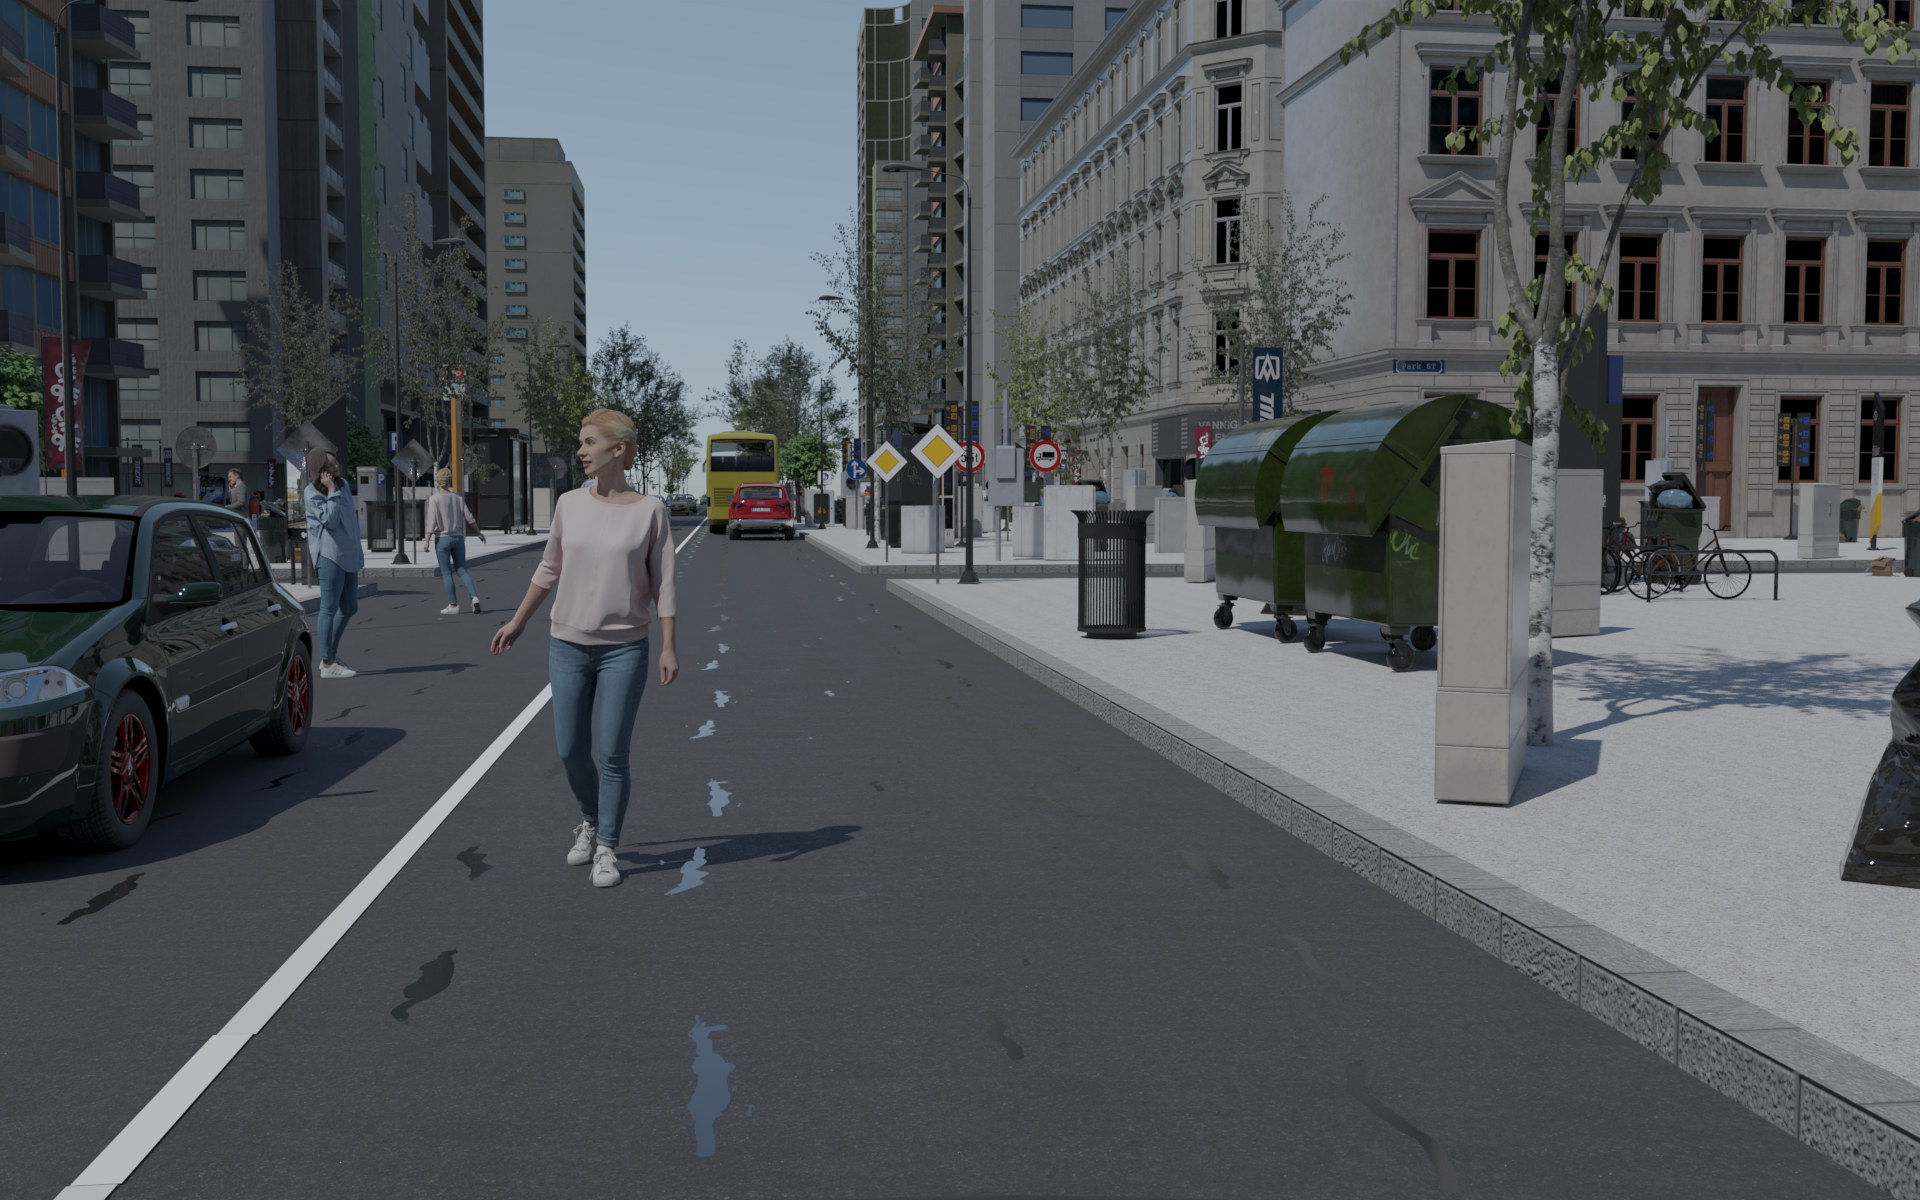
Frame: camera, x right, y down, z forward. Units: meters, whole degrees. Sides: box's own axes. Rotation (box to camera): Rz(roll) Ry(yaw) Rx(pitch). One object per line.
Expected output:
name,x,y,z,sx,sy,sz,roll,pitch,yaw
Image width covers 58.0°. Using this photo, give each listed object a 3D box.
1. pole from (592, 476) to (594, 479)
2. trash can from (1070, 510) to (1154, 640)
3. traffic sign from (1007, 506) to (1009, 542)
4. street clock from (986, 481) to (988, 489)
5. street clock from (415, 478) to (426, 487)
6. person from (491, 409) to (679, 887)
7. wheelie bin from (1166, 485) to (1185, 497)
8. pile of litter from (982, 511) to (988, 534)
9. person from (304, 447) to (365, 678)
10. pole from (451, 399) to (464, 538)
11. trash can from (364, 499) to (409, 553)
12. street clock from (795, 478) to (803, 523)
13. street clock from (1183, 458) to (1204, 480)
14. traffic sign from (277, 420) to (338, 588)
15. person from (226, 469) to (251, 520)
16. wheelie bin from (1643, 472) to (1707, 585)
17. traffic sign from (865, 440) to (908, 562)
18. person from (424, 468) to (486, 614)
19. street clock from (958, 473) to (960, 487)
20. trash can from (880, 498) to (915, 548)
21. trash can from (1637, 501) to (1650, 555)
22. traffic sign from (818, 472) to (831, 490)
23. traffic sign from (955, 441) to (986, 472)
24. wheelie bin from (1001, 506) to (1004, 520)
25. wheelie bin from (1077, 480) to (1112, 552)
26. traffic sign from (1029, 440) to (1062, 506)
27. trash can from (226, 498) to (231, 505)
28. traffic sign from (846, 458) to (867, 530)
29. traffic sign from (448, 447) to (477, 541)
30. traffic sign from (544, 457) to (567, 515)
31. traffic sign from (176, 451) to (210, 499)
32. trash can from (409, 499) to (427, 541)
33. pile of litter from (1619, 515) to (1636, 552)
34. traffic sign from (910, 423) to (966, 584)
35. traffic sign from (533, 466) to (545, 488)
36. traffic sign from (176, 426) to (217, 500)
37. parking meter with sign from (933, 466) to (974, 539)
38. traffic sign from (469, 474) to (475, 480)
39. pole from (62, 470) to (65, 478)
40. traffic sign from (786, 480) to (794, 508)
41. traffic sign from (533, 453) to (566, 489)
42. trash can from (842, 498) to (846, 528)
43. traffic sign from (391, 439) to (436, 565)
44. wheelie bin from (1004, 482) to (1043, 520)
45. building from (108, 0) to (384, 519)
pole,-21.795,-6.669,102.873,0.158,3.312,0.155,0,3,0
trash can,1.355,-0.232,15.454,0.748,1.137,0.748,0,3,0
traffic sign,1.291,-2.727,46.716,0.606,2.300,0.079,0,4,-7
street clock,1.647,-5.532,95.022,0.471,2.002,0.358,3,5,41
street clock,-24.328,-4.500,78.147,0.471,2.002,0.358,-2,4,-26
person,-1.394,0.163,6.501,0.731,1.740,0.598,0,4,-2
wheelie bin,7.522,-3.178,59.861,0.693,1.594,0.980,2,4,34
pile of litter,0.307,-2.613,56.684,1.176,0.858,1.719,0,4,-4
person,-4.912,-0.293,13.550,0.793,1.790,0.793,-2,4,-24
pole,-10.783,-2.649,37.158,0.158,3.312,0.155,0,3,0
trash can,-12.723,-1.616,38.082,0.748,1.137,0.748,0,3,0
street clock,-7.121,-4.405,76.599,0.358,2.002,0.471,0,4,8
street clock,4.707,-1.836,34.596,0.471,2.002,0.358,3,5,43
traffic sign,-8.841,-1.214,23.496,0.795,2.450,0.064,0,4,-8
person,-11.802,-1.220,28.246,0.447,1.846,0.655,-1,4,-21
wheelie bin,10.135,-1.021,24.605,0.693,1.594,0.980,0,4,-3
traffic sign,-1.377,-1.767,32.525,0.795,2.450,0.064,0,4,-8
person,-5.955,-0.705,20.691,0.598,1.740,0.731,2,4,32
street clock,-0.136,-3.362,59.538,0.358,2.002,0.471,-1,4,-15
trash can,-1.437,-1.812,41.284,0.748,1.137,0.748,0,3,0
trash can,14.761,-1.536,36.767,0.748,1.137,0.748,0,3,0
traffic sign,-6.044,-4.609,77.480,0.606,2.300,0.079,0,4,-5
traffic sign,0.225,-2.523,41.353,0.768,2.556,0.104,0,4,-2
wheelie bin,2.239,-4.842,87.079,0.980,1.594,0.693,1,4,17
wheelie bin,2.926,-1.876,38.582,0.980,1.594,0.693,2,4,32
traffic sign,1.998,-2.479,40.644,0.768,2.556,0.104,0,4,-7
trash can,-27.730,-3.278,65.253,0.748,1.137,0.748,0,3,0
traffic sign,-3.709,-3.791,62.087,0.768,2.556,0.104,0,4,-7
traffic sign,-13.468,-2.865,46.949,0.768,2.556,0.104,0,4,-7
traffic sign,-13.854,-3.620,59.290,0.768,2.556,0.104,0,4,-7
traffic sign,-15.103,-2.086,34.210,0.768,2.556,0.104,0,4,1
trash can,-14.947,-2.185,47.377,0.748,1.137,0.748,0,3,0
pile of litter,14.410,-1.514,38.724,1.719,0.858,1.176,-2,4,-24
traffic sign,-0.320,-1.282,24.610,0.795,2.450,0.064,0,4,-8
traffic sign,-19.400,-4.848,79.373,0.768,2.556,0.104,0,4,-2
traffic sign,-14.279,-1.974,32.387,0.768,2.556,0.104,0,4,2
parking meter with sign,-0.436,-3.275,49.812,1.738,3.016,0.543,-1,4,-15
traffic sign,-17.890,-3.914,64.103,0.768,2.556,0.104,0,4,-1
pole,-15.915,-2.264,30.861,0.158,3.312,0.155,0,3,0
traffic sign,-8.910,-5.662,92.579,0.884,2.594,0.081,0,4,-7
traffic sign,-20.571,-5.604,85.499,2.265,3.308,0.079,0,3,0
trash can,-4.153,-3.317,65.878,0.748,1.137,0.748,0,3,0
traffic sign,-9.899,-1.698,31.411,0.795,2.450,0.064,0,4,-8
wheelie bin,1.705,-2.231,44.380,0.980,1.594,0.693,0,4,7
building,-39.919,-25.050,93.161,14.154,41.232,14.086,0,4,-8
